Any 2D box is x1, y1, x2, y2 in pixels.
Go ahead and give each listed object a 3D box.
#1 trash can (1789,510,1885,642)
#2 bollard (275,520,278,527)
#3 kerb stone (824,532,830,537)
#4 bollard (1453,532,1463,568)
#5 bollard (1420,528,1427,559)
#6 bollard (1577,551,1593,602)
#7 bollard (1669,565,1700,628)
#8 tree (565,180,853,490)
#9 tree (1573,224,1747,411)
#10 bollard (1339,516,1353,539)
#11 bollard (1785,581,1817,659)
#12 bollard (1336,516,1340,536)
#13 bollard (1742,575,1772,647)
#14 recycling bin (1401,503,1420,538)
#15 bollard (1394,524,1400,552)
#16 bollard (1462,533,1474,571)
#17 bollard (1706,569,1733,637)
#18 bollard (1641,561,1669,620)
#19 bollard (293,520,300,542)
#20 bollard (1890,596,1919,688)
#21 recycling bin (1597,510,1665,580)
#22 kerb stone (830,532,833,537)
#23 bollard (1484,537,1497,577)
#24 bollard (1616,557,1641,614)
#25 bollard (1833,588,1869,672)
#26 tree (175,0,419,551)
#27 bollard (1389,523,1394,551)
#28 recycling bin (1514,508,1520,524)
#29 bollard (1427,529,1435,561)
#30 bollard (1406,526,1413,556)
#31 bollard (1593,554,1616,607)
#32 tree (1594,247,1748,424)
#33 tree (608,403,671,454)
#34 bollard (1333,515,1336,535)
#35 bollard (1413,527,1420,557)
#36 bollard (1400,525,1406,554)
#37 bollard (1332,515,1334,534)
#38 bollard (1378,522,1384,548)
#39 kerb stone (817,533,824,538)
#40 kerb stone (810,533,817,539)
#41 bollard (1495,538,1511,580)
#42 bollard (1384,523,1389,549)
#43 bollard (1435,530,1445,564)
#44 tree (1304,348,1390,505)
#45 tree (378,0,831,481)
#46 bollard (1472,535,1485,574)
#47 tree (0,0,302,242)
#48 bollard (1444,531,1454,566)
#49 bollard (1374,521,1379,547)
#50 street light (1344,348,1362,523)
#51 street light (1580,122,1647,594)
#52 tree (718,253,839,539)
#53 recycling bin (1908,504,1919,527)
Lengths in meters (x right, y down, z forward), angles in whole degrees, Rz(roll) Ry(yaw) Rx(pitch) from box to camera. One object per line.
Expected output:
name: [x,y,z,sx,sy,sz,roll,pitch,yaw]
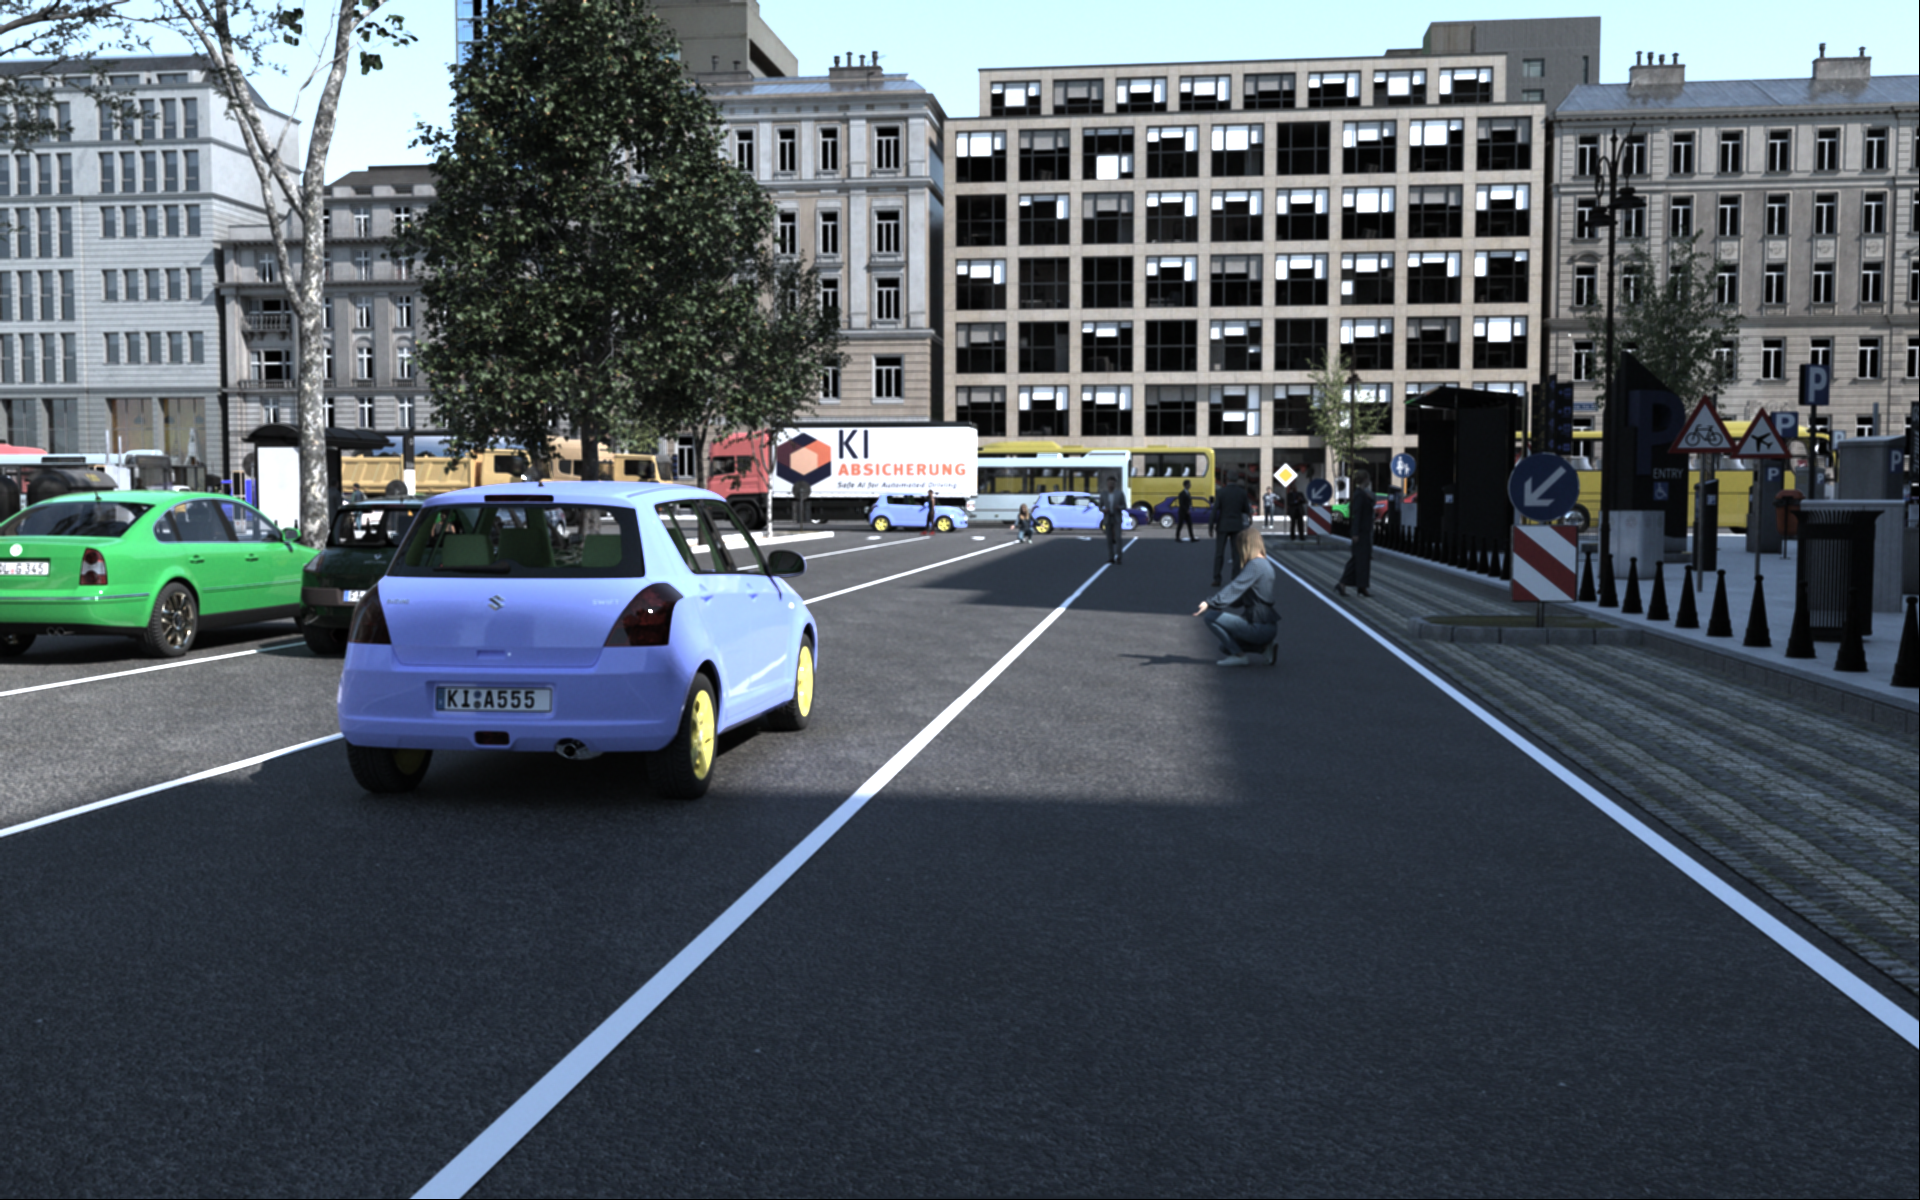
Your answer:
trash can: [7.664,-0.216,15.178,0.748,1.137,0.748,0,3,0]
bollard: [-17.886,-1.790,45.301,0.229,0.601,0.229,0,3,0]
kerb stone: [-4.541,-2.137,57.136,0.120,0.150,1.000,0,4,7]
bollard: [8.716,-0.853,29.981,0.229,0.601,0.229,0,3,0]
bollard: [9.234,-1.102,34.065,0.229,0.601,0.229,0,3,0]
bollard: [7.522,-0.288,20.750,0.229,0.601,0.229,0,3,0]
bollard: [7.000,-0.037,16.654,0.229,0.601,0.229,0,3,0]
tree: [-6.840,-6.708,46.552,8.767,10.594,7.601,0,4,7]
tree: [18.910,-5.900,46.828,4.737,8.622,4.395,0,3,0]
bollard: [11.477,-2.168,51.482,0.229,0.601,0.229,0,3,0]
bollard: [6.608,0.149,13.598,0.229,0.601,0.229,0,3,0]
bollard: [11.608,-2.230,52.500,0.229,0.601,0.229,0,3,0]
bollard: [6.736,0.087,14.618,0.229,0.601,0.229,0,3,0]
recycling bin: [13.085,-2.342,50.842,0.722,1.027,0.722,1,4,22]
bollard: [9.764,-1.353,38.166,0.229,0.601,0.229,0,3,0]
bollard: [8.578,-0.789,28.949,0.229,0.601,0.229,0,3,0]
bollard: [6.866,0.025,15.636,0.229,0.601,0.229,0,3,0]
bollard: [7.131,-0.100,17.673,0.229,0.601,0.229,0,3,0]
bollard: [-17.752,-1.852,46.321,0.229,0.601,0.229,0,3,0]
bollard: [6.342,0.275,11.553,0.229,0.601,0.229,0,3,0]
recycling bin: [10.185,-0.840,26.290,0.722,1.027,0.722,-3,5,-41]
kerb stone: [-4.411,-2.199,58.155,0.120,0.150,1.000,0,4,7]
bollard: [8.316,-0.665,26.907,0.229,0.601,0.229,0,3,0]
bollard: [7.262,-0.162,18.691,0.229,0.601,0.229,0,3,0]
bollard: [6.477,0.212,12.574,0.229,0.601,0.229,0,3,0]
tree: [-10.509,-10.234,25.670,12.611,20.169,13.585,0,3,0]
bollard: [9.894,-1.416,39.188,0.229,0.601,0.229,0,3,0]
recycling bin: [14.956,-2.134,47.446,0.722,1.027,0.722,-1,4,-19]
bollard: [9.106,-1.040,33.047,0.229,0.601,0.229,0,3,0]
bollard: [9.503,-1.229,36.129,0.229,0.601,0.229,0,3,0]
bollard: [7.392,-0.225,19.720,0.229,0.601,0.229,0,3,0]
tree: [21.418,-6.239,52.378,4.360,8.622,3.978,0,3,0]
tree: [-16.722,-8.651,91.811,4.737,8.622,4.395,0,3,0]
bollard: [11.739,-2.292,53.518,0.229,0.601,0.229,0,3,0]
bollard: [9.371,-1.166,35.099,0.229,0.601,0.229,0,3,0]
bollard: [9.633,-1.291,37.148,0.229,0.601,0.229,0,3,0]
bollard: [11.868,-2.355,54.545,0.229,0.601,0.229,0,3,0]
bollard: [10.159,-1.542,41.251,0.229,0.601,0.229,0,3,0]
kerb stone: [-4.663,-2.075,56.114,0.120,0.150,1.000,0,4,7]
kerb stone: [-4.799,-2.012,55.097,0.120,0.150,1.000,0,4,7]
bollard: [8.185,-0.602,25.885,0.229,0.601,0.229,0,3,0]
bollard: [10.027,-1.478,40.213,0.229,0.601,0.229,0,3,0]
bollard: [8.975,-0.977,32.019,0.229,0.601,0.229,0,3,0]
tree: [19.041,-8.346,86.818,4.737,8.622,4.395,0,3,0]
tree: [-7.903,-7.179,36.845,9.611,12.733,9.660,0,3,0]
bollard: [8.445,-0.727,27.926,0.229,0.601,0.229,0,3,0]
tree: [-11.001,-6.140,13.223,12.009,13.543,11.850,0,3,0]
bollard: [8.841,-0.915,31.001,0.229,0.601,0.229,0,3,0]
bollard: [10.291,-1.604,42.269,0.229,0.601,0.229,0,3,0]
street light: [12.444,-5.026,54.970,0.468,5.910,1.993,0,4,7]
street light: [8.270,-3.014,22.068,0.468,5.910,1.993,0,4,7]
tree: [-5.776,-6.102,52.594,4.360,8.622,3.978,0,3,0]
recycling bin: [23.861,-1.852,42.834,0.722,1.027,0.722,2,4,28]
